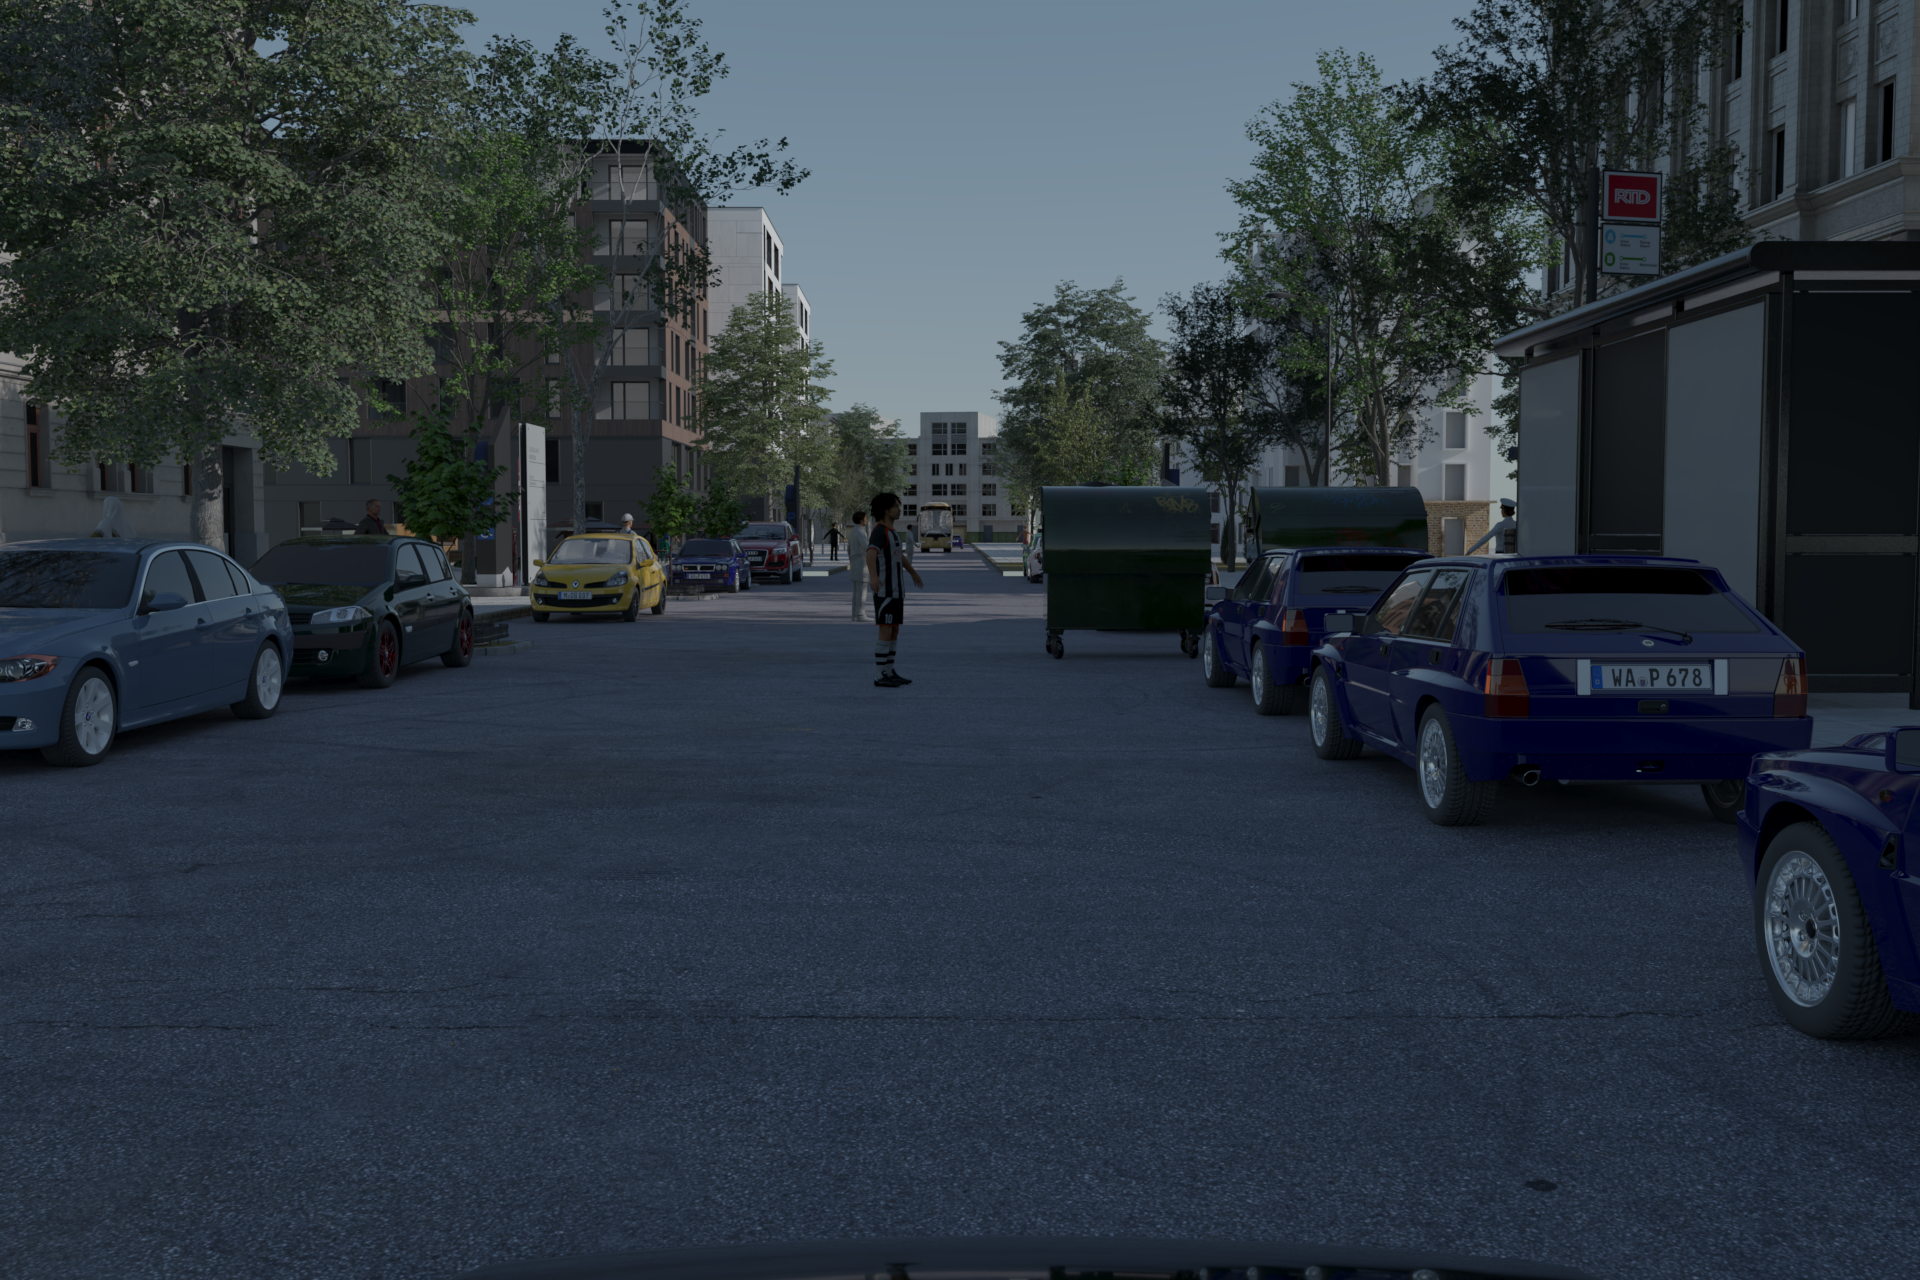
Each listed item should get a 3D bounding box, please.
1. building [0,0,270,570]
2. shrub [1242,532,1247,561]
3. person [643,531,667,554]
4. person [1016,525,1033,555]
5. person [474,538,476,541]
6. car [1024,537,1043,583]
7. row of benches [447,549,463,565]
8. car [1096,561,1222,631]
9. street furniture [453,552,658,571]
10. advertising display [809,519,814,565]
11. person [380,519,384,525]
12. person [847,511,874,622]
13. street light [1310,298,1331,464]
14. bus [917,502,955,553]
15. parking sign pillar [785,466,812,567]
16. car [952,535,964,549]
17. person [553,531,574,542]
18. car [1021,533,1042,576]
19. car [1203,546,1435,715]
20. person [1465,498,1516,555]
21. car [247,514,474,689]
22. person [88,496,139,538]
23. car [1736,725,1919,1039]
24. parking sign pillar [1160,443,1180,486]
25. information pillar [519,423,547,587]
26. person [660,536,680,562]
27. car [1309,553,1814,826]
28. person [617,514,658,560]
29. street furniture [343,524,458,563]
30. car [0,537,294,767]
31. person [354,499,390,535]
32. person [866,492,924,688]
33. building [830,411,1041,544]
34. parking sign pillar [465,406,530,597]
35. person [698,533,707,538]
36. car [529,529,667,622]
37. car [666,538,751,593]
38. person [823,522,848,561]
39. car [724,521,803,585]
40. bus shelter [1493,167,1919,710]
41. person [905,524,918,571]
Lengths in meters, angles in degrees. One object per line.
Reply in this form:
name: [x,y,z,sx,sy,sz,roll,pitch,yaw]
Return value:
building: [-31.434,-16.157,51.552,14.401,28.519,23.554,0,4,-1]
shrub: [11.433,-3.746,65.282,1.661,2.075,1.752,0,3,0]
person: [-13.774,-4.386,77.894,1.347,1.806,0.705,-2,4,-35]
person: [3.425,-5.036,89.139,1.217,1.733,0.721,2,4,29]
person: [-18.782,-3.585,67.885,0.991,1.433,0.599,-2,4,-30]
car: [2.973,-2.417,51.874,2.083,1.381,4.827,0,4,0]
row of benches: [-21.503,-3.324,69.806,4.104,0.672,1.422,-2,4,-26]
car: [2.902,-0.895,27.000,2.083,1.381,4.827,0,4,-1]
street furniture: [-15.859,-2.876,62.649,10.072,0.657,5.734,1,4,12]
advertising display: [-6.249,-4.137,72.858,0.123,1.923,0.974,0,4,1]
person: [-18.695,-2.993,55.517,0.750,1.759,0.617,0,4,3]
person: [-1.618,-1.211,28.444,0.705,1.806,1.347,-1,4,-23]
street light: [7.624,-3.719,33.351,1.470,5.913,1.316,0,4,0]
bus: [-1.868,-8.888,136.872,2.896,3.916,12.252,0,4,0]
parking sign pillar: [-6.538,-4.853,67.824,1.447,3.967,1.447,0,4,0]
car: [-0.551,-9.350,165.455,1.945,1.354,3.894,0,4,-1]
person: [-18.255,-4.553,80.585,1.346,1.812,0.704,-1,4,-8]
car: [3.035,-2.975,57.440,1.959,1.807,4.718,0,4,-1]
car: [3.186,-0.150,15.032,1.945,1.354,3.894,0,4,-1]
person: [7.454,-1.060,23.784,1.216,1.778,0.721,-1,4,-18]
car: [-6.161,-0.459,17.293,2.009,1.686,4.222,0,3,0]
person: [-10.345,-0.871,21.015,0.721,1.736,1.217,1,4,14]
car: [3.255,0.539,3.768,1.945,1.354,3.894,0,3,0]
parking sign pillar: [6.282,-3.889,52.064,1.447,3.967,1.447,0,4,0]
information pillar: [-9.258,-2.829,37.571,0.184,3.620,1.656,0,4,0]
person: [-13.638,-4.520,80.032,1.347,1.817,0.704,0,4,0]
car: [3.156,0.166,9.858,1.945,1.354,3.894,0,4,-1]
person: [-6.791,-1.662,35.481,1.347,1.847,0.705,2,4,28]
street furniture: [-26.410,-4.412,78.983,9.812,1.723,11.010,3,5,44]
car: [-6.215,-0.011,12.177,2.014,1.417,4.499,0,4,0]
person: [-8.744,-1.208,25.923,0.705,1.807,1.348,1,4,15]
person: [-0.650,-0.472,16.320,0.704,1.843,1.345,1,4,16]
building: [-4.286,-23.754,257.299,31.486,18.905,16.747,1,4,10]
parking sign pillar: [-9.659,-2.899,35.866,1.447,3.967,1.447,0,4,0]
person: [-9.284,-3.549,64.300,1.348,1.796,0.705,2,4,25]
car: [-6.119,-1.178,29.480,2.015,1.641,3.980,0,4,0]
car: [-6.255,-1.877,43.263,1.945,1.354,3.894,0,4,0]
person: [-5.985,-4.685,82.539,1.347,1.837,0.705,2,4,23]
car: [-5.787,-2.579,50.837,2.281,1.827,5.304,0,4,0]
bus shelter: [6.707,-2.391,16.727,2.179,5.291,8.768,0,3,0]
person: [-1.903,-3.557,66.804,0.705,1.806,1.347,-1,4,-16]
